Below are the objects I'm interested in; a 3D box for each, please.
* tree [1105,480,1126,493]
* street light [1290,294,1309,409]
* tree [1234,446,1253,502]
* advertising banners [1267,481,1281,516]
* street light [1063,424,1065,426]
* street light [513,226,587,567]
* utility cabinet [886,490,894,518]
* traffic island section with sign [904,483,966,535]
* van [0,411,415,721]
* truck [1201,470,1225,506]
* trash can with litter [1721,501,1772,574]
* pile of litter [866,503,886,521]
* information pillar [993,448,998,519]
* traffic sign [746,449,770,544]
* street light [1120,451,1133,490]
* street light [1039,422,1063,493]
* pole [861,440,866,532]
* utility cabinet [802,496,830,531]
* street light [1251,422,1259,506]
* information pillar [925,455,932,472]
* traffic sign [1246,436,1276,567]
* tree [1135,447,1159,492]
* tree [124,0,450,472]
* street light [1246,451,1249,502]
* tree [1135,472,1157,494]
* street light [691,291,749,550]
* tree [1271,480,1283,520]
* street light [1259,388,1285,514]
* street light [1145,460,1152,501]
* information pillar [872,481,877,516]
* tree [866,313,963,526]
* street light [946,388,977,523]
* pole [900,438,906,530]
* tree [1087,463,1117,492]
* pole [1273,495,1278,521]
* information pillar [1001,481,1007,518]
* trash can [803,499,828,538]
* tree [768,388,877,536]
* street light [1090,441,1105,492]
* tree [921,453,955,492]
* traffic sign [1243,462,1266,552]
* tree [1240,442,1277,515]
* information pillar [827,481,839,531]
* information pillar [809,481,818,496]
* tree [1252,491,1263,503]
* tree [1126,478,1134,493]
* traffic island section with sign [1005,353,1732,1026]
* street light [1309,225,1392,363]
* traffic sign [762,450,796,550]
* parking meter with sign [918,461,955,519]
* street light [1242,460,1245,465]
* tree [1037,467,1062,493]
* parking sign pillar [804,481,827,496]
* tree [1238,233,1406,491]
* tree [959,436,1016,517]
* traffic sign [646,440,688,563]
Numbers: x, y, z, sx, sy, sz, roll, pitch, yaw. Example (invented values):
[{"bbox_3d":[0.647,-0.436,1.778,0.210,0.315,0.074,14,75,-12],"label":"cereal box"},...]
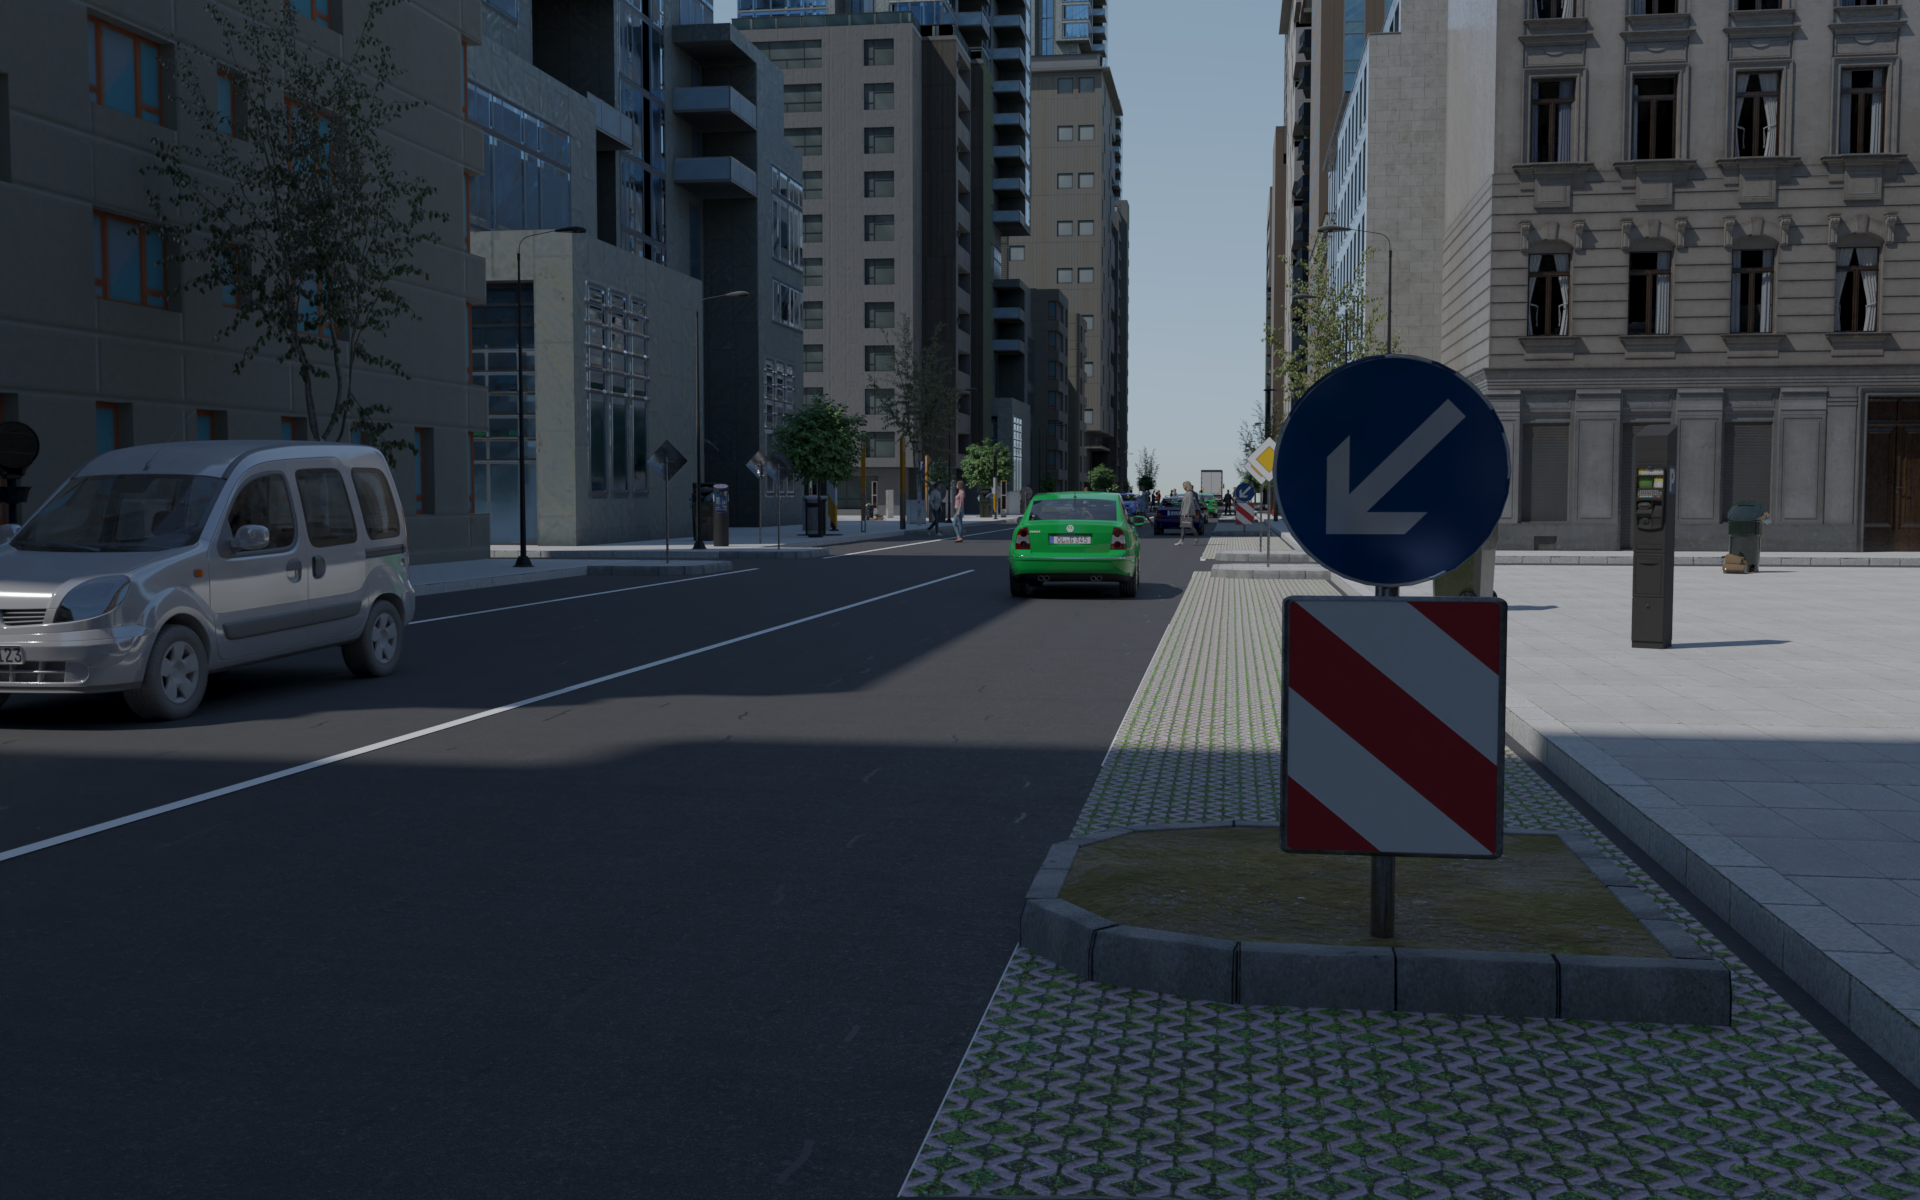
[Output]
[{"bbox_3d":[16.380,-11.676,185.503,1.663,3.219,1.824,0,3,0],"label":"tree"},{"bbox_3d":[8.407,-4.144,40.288,1.470,5.913,1.316,1,4,9],"label":"street light"},{"bbox_3d":[43.825,-19.157,263.582,4.360,8.622,3.978,0,3,0],"label":"tree"},{"bbox_3d":[18.264,-6.388,100.626,0.090,3.025,2.074,-1,4,-13],"label":"advertising banners"},{"bbox_3d":[6.312,-8.747,115.556,1.470,5.913,1.316,1,4,9],"label":"street light"},{"bbox_3d":[-7.148,-3.527,30.206,1.470,5.913,1.316,1,4,9],"label":"street light"},{"bbox_3d":[-3.757,-5.115,92.307,0.318,1.500,1.173,0,4,-8],"label":"utility cabinet"},{"bbox_3d":[-0.828,-3.229,61.416,1.989,1.847,2.006,1,4,9],"label":"traffic island section with sign"},{"bbox_3d":[-5.530,-0.327,12.365,2.013,2.044,4.112,1,4,10],"label":"van"},{"bbox_3d":[29.791,-13.195,204.649,2.839,4.237,11.283,1,4,9],"label":"truck"},{"bbox_3d":[12.737,-1.022,28.094,0.624,1.170,1.055,2,4,34],"label":"trash can with litter"},{"bbox_3d":[-4.167,-4.313,84.484,1.176,0.858,1.719,3,5,40],"label":"pile of litter"},{"bbox_3d":[1.788,-5.889,87.636,0.183,3.616,0.504,1,4,13],"label":"information pillar"},{"bbox_3d":[-5.175,-2.672,44.871,0.795,2.450,0.064,1,4,13],"label":"traffic sign"},{"bbox_3d":[19.073,-13.772,197.720,1.470,5.913,1.316,1,4,9],"label":"street light"},{"bbox_3d":[5.690,-8.541,112.179,1.470,5.913,1.316,1,4,9],"label":"street light"},{"bbox_3d":[-3.243,-3.933,58.150,0.158,3.312,0.155,0,3,0],"label":"pole"},{"bbox_3d":[-5.033,-3.034,60.762,1.020,1.237,0.306,-3,5,-39],"label":"utility cabinet"},{"bbox_3d":[20.155,-8.712,114.975,1.470,5.913,1.316,1,4,9],"label":"street light"},{"bbox_3d":[-1.809,-6.677,100.515,0.504,3.616,0.183,3,4,38],"label":"information pillar"},{"bbox_3d":[5.399,-1.630,30.291,0.795,2.450,0.064,1,4,9],"label":"traffic sign"},{"bbox_3d":[28.763,-19.238,264.903,4.737,8.622,4.395,0,3,0],"label":"tree"},{"bbox_3d":[-8.849,-4.479,23.601,4.360,8.622,3.978,0,3,0],"label":"tree"},{"bbox_3d":[25.888,-10.912,150.954,1.470,5.913,1.316,1,4,9],"label":"street light"},{"bbox_3d":[27.097,-16.478,253.125,4.285,4.588,4.351,0,3,0],"label":"tree"},{"bbox_3d":[-5.513,-4.121,39.915,1.470,5.913,1.316,1,4,9],"label":"street light"},{"bbox_3d":[16.598,-5.634,86.724,1.663,3.219,1.824,0,3,0],"label":"tree"},{"bbox_3d":[14.031,-6.342,76.230,1.470,5.913,1.316,1,4,9],"label":"street light"},{"bbox_3d":[24.774,-16.005,234.214,1.470,5.913,1.316,1,4,9],"label":"street light"},{"bbox_3d":[-4.963,-5.877,100.584,0.304,2.012,0.304,-1,4,-9],"label":"information pillar"},{"bbox_3d":[-1.670,-7.294,69.615,4.360,8.622,3.978,0,3,0],"label":"tree"},{"bbox_3d":[0.053,-6.342,76.239,1.470,5.913,1.316,1,4,9],"label":"street light"},{"bbox_3d":[-2.070,-4.207,62.622,0.158,3.312,0.155,0,3,0],"label":"pole"},{"bbox_3d":[14.841,-12.124,181.943,4.285,4.588,4.351,0,3,0],"label":"tree"},{"bbox_3d":[14.816,-5.341,81.168,0.158,3.312,0.155,0,3,0],"label":"pole"},{"bbox_3d":[2.383,-5.506,94.513,0.304,2.012,0.304,0,4,-2],"label":"information pillar"},{"bbox_3d":[-4.272,-2.420,51.212,0.748,1.137,0.748,0,3,0],"label":"trash can"},{"bbox_3d":[-4.271,-4.281,53.700,4.285,4.588,4.351,0,3,0],"label":"tree"},{"bbox_3d":[12.001,-10.993,152.269,1.470,5.913,1.316,1,4,9],"label":"street light"},{"bbox_3d":[-1.040,-5.309,81.396,1.663,3.219,1.824,0,3,0],"label":"tree"},{"bbox_3d":[6.636,-2.112,38.180,0.795,2.450,0.064,1,4,9],"label":"traffic sign"},{"bbox_3d":[19.866,-7.643,108.673,4.285,4.588,4.351,0,3,0],"label":"tree"},{"bbox_3d":[-4.412,-4.199,60.005,0.183,3.616,0.504,-3,4,-37],"label":"information pillar"},{"bbox_3d":[-6.632,-4.519,78.379,0.304,2.012,0.304,-2,4,-27],"label":"information pillar"},{"bbox_3d":[44.057,-16.220,259.798,1.663,3.219,1.824,0,3,0],"label":"tree"},{"bbox_3d":[20.095,-13.005,207.236,1.663,3.219,1.824,0,3,0],"label":"tree"},{"bbox_3d":[1.237,0.178,5.710,1.989,1.847,2.006,1,4,9],"label":"traffic island section with sign"},{"bbox_3d":[6.866,-3.515,30.013,1.470,5.913,1.316,1,4,9],"label":"street light"},{"bbox_3d":[-4.174,-2.217,39.889,0.795,2.450,0.064,1,4,9],"label":"traffic sign"},{"bbox_3d":[-1.285,-5.799,91.075,1.738,3.016,0.543,2,4,26],"label":"parking meter with sign"},{"bbox_3d":[33.192,-13.793,198.061,1.470,5.913,1.316,1,4,9],"label":"street light"},{"bbox_3d":[6.310,-7.951,124.593,1.663,3.219,1.824,0,3,0],"label":"tree"},{"bbox_3d":[-6.979,-5.733,82.203,1.447,3.967,1.447,0,4,-4],"label":"parking sign pillar"},{"bbox_3d":[10.511,-5.997,48.408,4.737,8.622,4.395,0,3,0],"label":"tree"},{"bbox_3d":[1.594,-6.948,97.308,4.285,4.588,4.351,0,3,0],"label":"tree"},{"bbox_3d":[-5.410,-1.734,31.999,0.795,2.450,0.064,1,4,9],"label":"traffic sign"}]
